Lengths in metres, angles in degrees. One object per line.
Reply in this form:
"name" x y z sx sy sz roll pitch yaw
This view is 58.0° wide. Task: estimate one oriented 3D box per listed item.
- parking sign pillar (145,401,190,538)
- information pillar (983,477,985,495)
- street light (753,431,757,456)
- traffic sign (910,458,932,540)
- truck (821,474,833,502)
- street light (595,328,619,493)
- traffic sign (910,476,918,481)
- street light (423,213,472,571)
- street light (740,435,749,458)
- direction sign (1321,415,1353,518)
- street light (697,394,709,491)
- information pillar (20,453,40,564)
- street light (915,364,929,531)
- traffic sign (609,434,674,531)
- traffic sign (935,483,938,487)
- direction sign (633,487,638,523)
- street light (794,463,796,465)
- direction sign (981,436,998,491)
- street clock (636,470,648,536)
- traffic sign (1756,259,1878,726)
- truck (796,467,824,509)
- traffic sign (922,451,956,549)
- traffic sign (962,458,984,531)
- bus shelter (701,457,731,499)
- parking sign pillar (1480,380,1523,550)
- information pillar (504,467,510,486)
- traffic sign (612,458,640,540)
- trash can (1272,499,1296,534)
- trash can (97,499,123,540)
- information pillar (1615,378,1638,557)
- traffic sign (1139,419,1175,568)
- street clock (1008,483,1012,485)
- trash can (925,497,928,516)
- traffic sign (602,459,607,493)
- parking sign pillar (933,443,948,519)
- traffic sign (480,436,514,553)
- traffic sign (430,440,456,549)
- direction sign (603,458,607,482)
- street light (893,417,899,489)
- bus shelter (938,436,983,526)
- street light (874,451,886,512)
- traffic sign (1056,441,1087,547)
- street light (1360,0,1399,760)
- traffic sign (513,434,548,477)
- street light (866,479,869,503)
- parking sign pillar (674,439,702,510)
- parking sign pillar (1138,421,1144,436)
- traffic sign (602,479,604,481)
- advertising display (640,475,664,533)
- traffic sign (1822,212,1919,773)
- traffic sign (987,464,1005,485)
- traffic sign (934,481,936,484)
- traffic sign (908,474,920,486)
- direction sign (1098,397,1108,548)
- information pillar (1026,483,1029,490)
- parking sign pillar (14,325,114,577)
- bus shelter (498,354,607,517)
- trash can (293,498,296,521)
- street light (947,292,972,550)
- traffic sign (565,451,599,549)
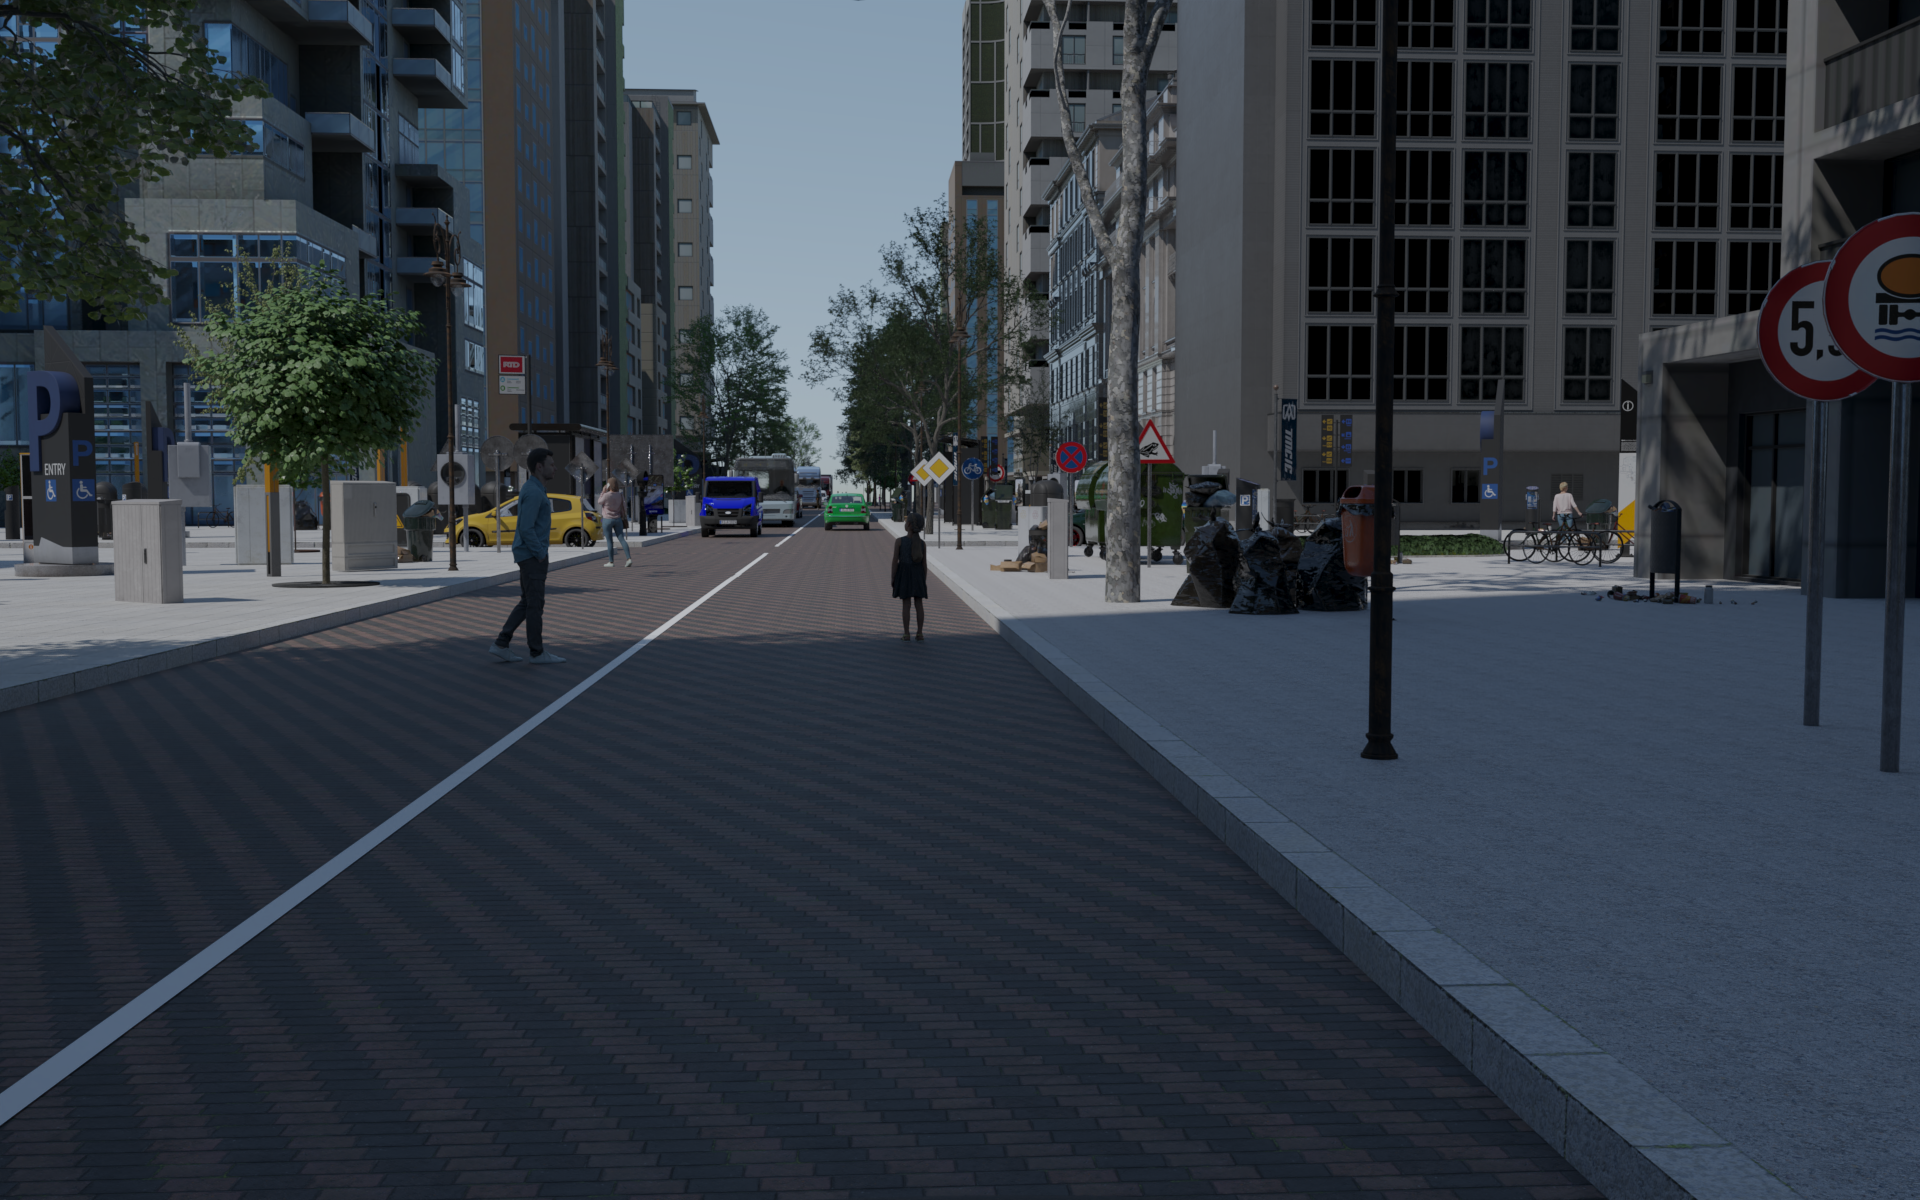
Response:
"parking sign pillar" -23.447 -3.816 50.857 1.447 3.967 1.447 -1 4 -9
"information pillar" 0.937 -4.302 74.825 0.304 2.012 0.304 0 4 4
"street light" -14.709 -9.292 124.719 0.468 5.910 1.993 0 4 -4
"traffic sign" -1.007 -2.755 48.693 0.795 2.450 0.064 0 4 -4
"truck" -19.643 -15.866 248.315 2.839 4.237 11.283 0 4 -2
"street light" -9.835 -4.625 48.406 0.468 5.910 1.993 0 4 -4
"traffic sign" -1.621 -4.361 71.312 0.884 2.594 0.081 0 4 1
"street light" -8.479 -3.426 28.802 0.468 5.910 1.993 0 4 -4
"street light" -13.875 -8.483 111.477 0.468 5.910 1.993 0 4 -4
"direction sign" 10.760 -3.519 49.539 0.876 3.537 0.379 0 4 4
"street light" -11.810 -6.553 79.928 0.468 5.910 1.993 0 4 -4
"information pillar" -16.649 -1.631 31.157 0.304 2.012 0.304 0 4 3
"street light" -1.333 -5.338 60.057 0.468 5.910 1.993 0 4 -4
"traffic sign" -10.903 -3.995 59.189 2.265 3.308 0.079 0 4 5
"traffic sign" -1.659 -6.529 108.878 0.606 2.300 0.079 0 4 0
"direction sign" -14.564 -5.228 77.481 0.379 3.537 0.876 3 5 43
"street light" -19.959 -14.404 208.288 0.468 5.910 1.993 0 4 -4
"direction sign" 1.149 -4.647 67.981 0.876 3.537 0.379 -3 5 -40
"street clock" -9.742 -2.974 53.189 0.358 2.002 0.471 1 4 9
"traffic sign" 4.719 -0.576 9.524 0.768 2.556 0.104 0 4 0
"truck" -15.266 -11.356 175.431 2.967 4.110 18.799 0 4 -4
"traffic sign" -0.492 -2.268 40.724 0.795 2.450 0.064 0 4 -4
"traffic sign" 0.441 -3.702 60.635 0.768 2.556 0.104 0 4 -3
"bus shelter" -15.966 -7.446 113.031 1.731 3.624 6.357 0 4 -4
"parking sign pillar" 12.384 -3.170 40.302 1.447 3.967 1.447 1 4 21
"information pillar" -22.511 -5.799 86.176 0.183 3.616 0.504 1 4 12
"traffic sign" -9.285 -2.724 48.181 0.795 2.450 0.064 0 4 -4
"trash can" 9.884 -2.519 52.847 0.748 1.137 0.748 0 3 0
"trash can" -23.814 -2.256 48.533 0.748 1.137 0.748 0 3 0
"information pillar" 13.571 -2.671 35.022 0.504 3.616 0.183 2 4 26
"traffic sign" 3.293 -1.841 30.104 0.884 2.594 0.081 0 4 -3
"street clock" 3.108 -6.426 109.642 0.358 2.002 0.471 -1 4 -23
"trash can" -2.188 -5.404 100.011 0.748 1.137 0.748 0 3 0
"traffic sign" -12.808 -3.844 62.947 0.768 2.556 0.104 0 4 6
"parking sign pillar" -0.812 -6.248 90.631 1.447 3.967 1.447 -1 4 -13
"traffic sign" -10.074 -2.303 37.760 0.768 2.556 0.104 0 3 0
"traffic sign" -11.964 -2.483 40.595 0.884 2.594 0.081 0 4 -3
"direction sign" -22.239 -7.194 109.626 0.379 3.537 0.876 3 5 41
"street light" -3.400 -7.277 91.766 0.468 5.910 1.993 0 4 -4
"bus shelter" -0.015 -4.993 72.922 1.731 3.624 6.357 0 4 -4
"street light" -6.253 -9.969 135.780 0.468 5.910 1.993 0 4 -4
"traffic sign" 2.692 -2.553 41.854 0.768 2.556 0.104 0 4 6
"street light" 2.042 -2.169 8.256 0.468 5.910 1.993 0 4 -4
"traffic sign" -9.155 -2.254 36.952 0.768 2.556 0.104 0 4 2
"street light" -10.302 -13.847 199.186 0.468 5.910 1.993 0 4 -4
"parking sign pillar" -13.280 -5.880 84.603 1.447 3.967 1.447 -2 4 -26
"parking sign pillar" 6.552 -4.536 62.639 1.447 3.967 1.447 -2 4 -24
"traffic sign" -14.161 -4.168 68.246 0.768 2.556 0.104 0 4 3
"advertising display" -10.141 -3.170 57.043 0.123 1.923 0.974 3 4 37
"traffic sign" 4.299 -0.479 7.932 0.768 2.556 0.104 0 4 4
"traffic sign" 1.493 -4.434 72.599 0.768 2.556 0.104 0 4 4
"traffic sign" -1.484 -5.633 92.198 0.768 2.556 0.104 0 4 -2
"traffic sign" -2.767 -6.411 104.926 0.768 2.556 0.104 0 4 -1
"direction sign" 3.544 -2.979 40.705 0.876 3.537 0.379 -3 5 -42
"information pillar" 4.501 -6.954 118.195 0.304 2.012 0.304 2 4 25
"parking sign pillar" -14.155 -2.376 27.316 1.447 3.967 1.447 3 4 38
"bus shelter" -12.362 -4.589 52.658 2.179 5.291 8.768 0 4 -4
"trash can" -22.145 -2.764 56.839 0.748 1.137 0.748 0 3 0
"street light" -0.012 -4.097 39.773 0.468 5.910 1.993 0 4 -4
"traffic sign" -8.770 -2.237 40.212 0.795 2.450 0.064 0 4 -4
